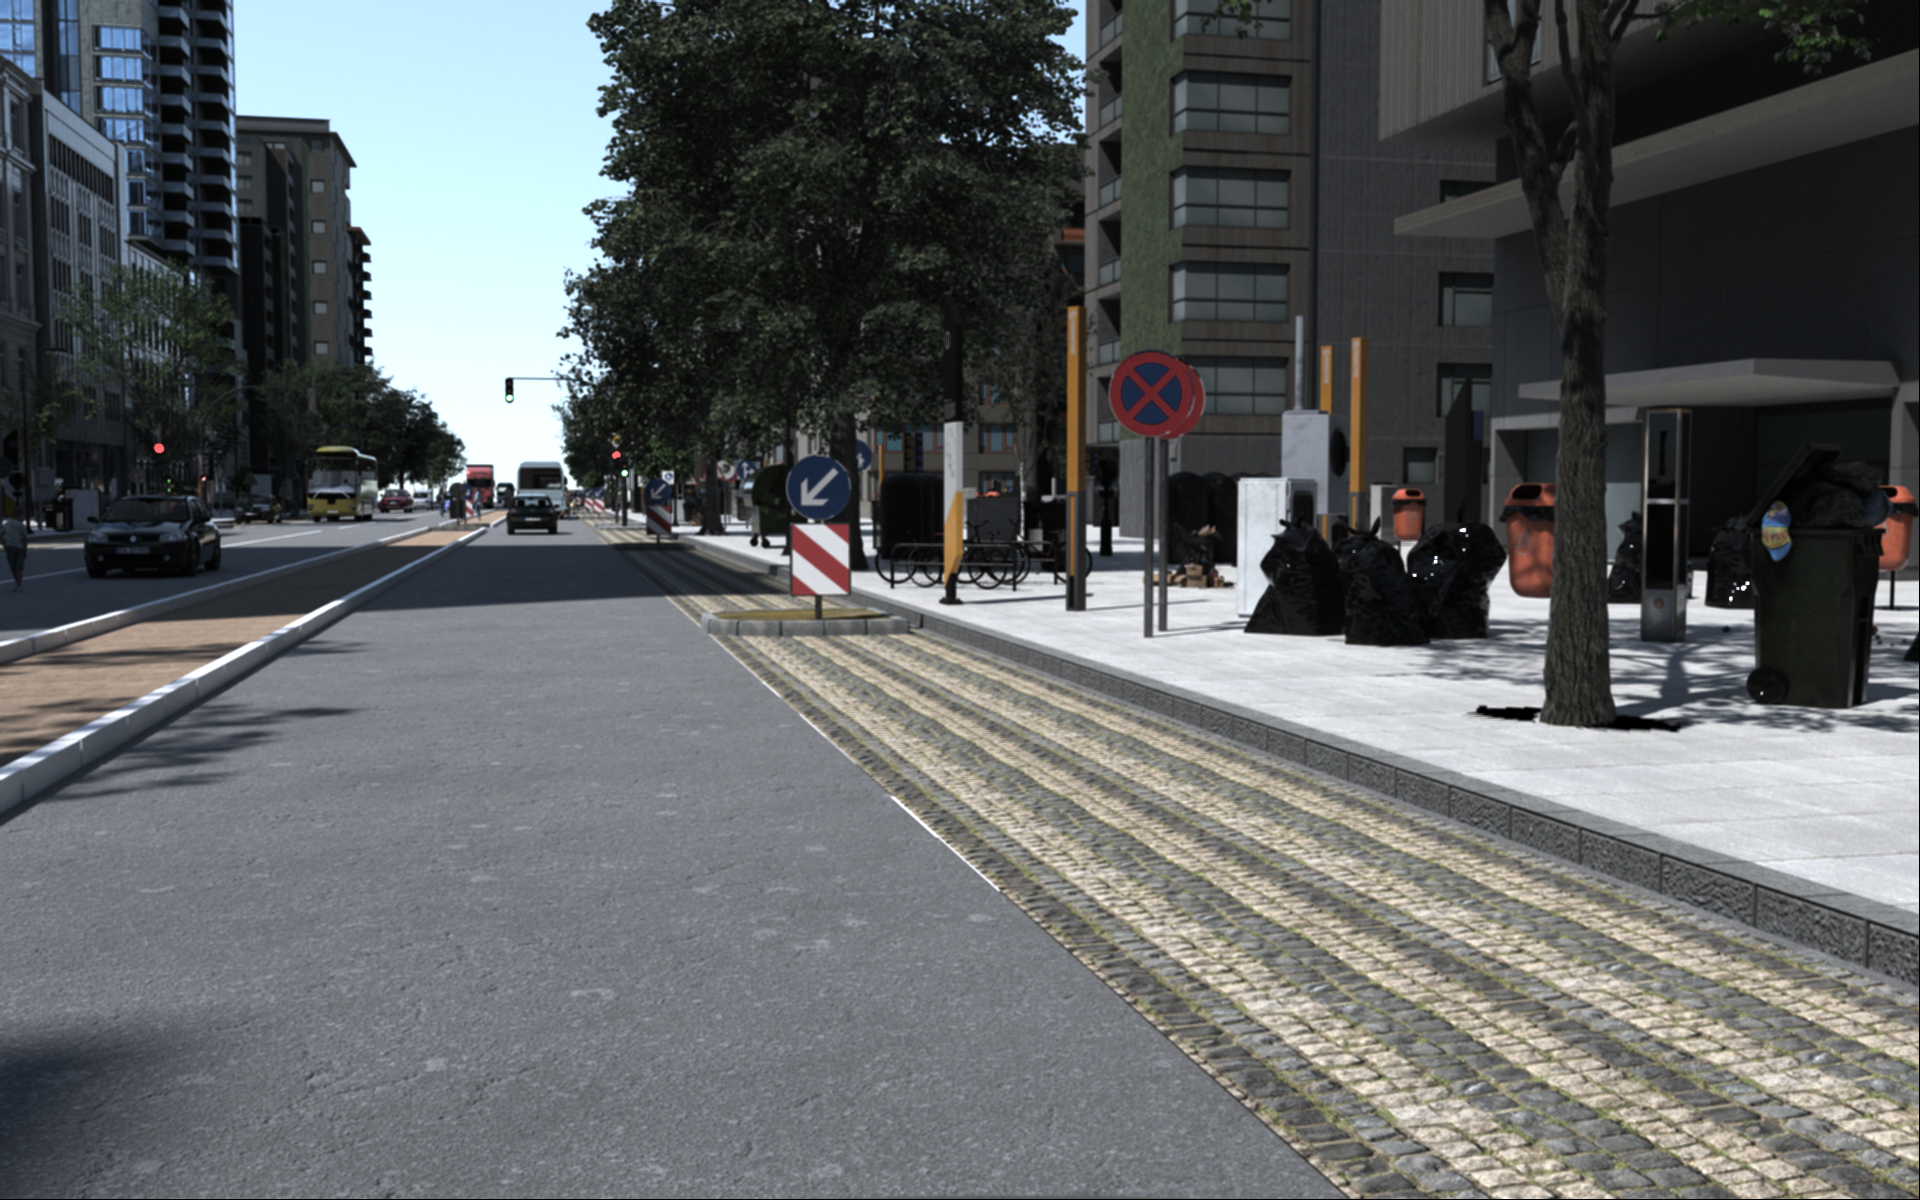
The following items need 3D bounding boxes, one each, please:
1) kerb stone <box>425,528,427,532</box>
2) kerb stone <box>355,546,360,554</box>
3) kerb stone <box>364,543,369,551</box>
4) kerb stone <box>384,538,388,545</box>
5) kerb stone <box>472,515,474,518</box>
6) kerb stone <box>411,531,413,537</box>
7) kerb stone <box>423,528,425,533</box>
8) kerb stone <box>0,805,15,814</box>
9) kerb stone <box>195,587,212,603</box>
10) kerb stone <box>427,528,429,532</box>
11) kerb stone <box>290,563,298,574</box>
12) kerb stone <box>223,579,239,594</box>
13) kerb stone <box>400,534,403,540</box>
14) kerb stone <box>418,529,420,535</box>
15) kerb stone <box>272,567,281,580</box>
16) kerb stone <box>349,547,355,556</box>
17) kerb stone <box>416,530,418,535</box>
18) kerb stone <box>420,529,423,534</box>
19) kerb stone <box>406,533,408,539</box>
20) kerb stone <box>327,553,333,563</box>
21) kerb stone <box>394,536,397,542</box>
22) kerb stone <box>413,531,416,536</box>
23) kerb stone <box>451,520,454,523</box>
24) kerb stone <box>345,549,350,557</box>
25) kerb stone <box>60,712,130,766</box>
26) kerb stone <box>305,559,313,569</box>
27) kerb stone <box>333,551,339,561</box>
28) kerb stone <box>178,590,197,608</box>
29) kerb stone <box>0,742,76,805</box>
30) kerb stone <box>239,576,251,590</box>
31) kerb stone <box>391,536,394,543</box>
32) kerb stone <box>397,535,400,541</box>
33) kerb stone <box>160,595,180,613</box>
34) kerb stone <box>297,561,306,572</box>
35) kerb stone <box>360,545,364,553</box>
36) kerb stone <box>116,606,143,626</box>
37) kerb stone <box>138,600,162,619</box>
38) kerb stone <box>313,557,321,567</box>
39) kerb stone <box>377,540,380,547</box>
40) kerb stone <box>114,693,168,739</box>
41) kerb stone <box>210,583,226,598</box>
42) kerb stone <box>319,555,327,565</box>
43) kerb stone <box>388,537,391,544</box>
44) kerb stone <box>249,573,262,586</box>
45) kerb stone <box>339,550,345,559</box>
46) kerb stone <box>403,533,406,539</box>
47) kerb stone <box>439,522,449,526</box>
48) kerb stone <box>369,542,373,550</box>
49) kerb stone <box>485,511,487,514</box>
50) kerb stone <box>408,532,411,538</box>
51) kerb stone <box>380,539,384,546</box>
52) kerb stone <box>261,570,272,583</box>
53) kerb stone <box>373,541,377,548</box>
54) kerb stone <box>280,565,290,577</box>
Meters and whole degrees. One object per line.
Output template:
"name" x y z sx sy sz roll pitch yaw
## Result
"kerb stone" -19.556 -2.490 62.907 0.120 0.150 1.000 -1 4 -13
"kerb stone" -14.358 -1.145 40.917 0.120 0.150 1.000 -1 4 -13
"kerb stone" -14.831 -1.267 42.915 0.120 0.150 1.000 -1 4 -13
"kerb stone" -16.012 -1.572 47.900 0.120 0.150 1.000 -1 4 -13
"kerb stone" -28.652 -4.835 101.335 0.120 0.150 1.000 -1 4 -13
"kerb stone" -18.144 -2.118 56.907 0.120 0.150 1.000 -1 4 -13
"kerb stone" -19.325 -2.426 61.901 0.120 0.150 1.000 -1 4 -13
"kerb stone" -4.316 0.895 7.566 0.120 0.150 1.000 -1 4 -13
"kerb stone" -10.116 -0.047 22.966 0.120 0.150 1.000 -1 4 -13
"kerb stone" -19.800 -2.546 63.900 0.120 0.150 1.000 -1 4 -13
"kerb stone" -12.000 -0.535 30.937 0.120 0.150 1.000 -1 4 -13
"kerb stone" -10.581 -0.169 24.959 0.120 0.150 1.000 -1 4 -13
"kerb stone" -17.193 -1.873 52.914 0.120 0.150 1.000 -1 4 -13
"kerb stone" -18.854 -2.306 59.911 0.120 0.150 1.000 -1 4 -13
"kerb stone" -11.529 -0.413 28.947 0.120 0.150 1.000 -1 4 -13
"kerb stone" -14.126 -1.084 39.917 0.120 0.150 1.000 -1 4 -13
"kerb stone" -18.618 -2.245 58.904 0.120 0.150 1.000 -1 4 -13
"kerb stone" -19.089 -2.368 60.906 0.120 0.150 1.000 -1 4 -13
"kerb stone" -17.669 -1.998 54.904 0.120 0.150 1.000 -1 4 -13
"kerb stone" -13.177 -0.840 35.926 0.120 0.150 1.000 -1 4 -13
"kerb stone" -16.731 -1.755 50.917 0.120 0.150 1.000 -1 4 -13
"kerb stone" -18.382 -2.184 57.901 0.120 0.150 1.000 -1 4 -13
"kerb stone" -23.696 -3.556 80.388 0.120 0.150 1.000 -1 4 -13
"kerb stone" -13.891 -1.020 38.922 0.120 0.150 1.000 -1 4 -13
"kerb stone" -4.781 0.773 9.564 0.120 0.150 1.000 -1 4 -13
"kerb stone" -12.473 -0.656 32.927 0.120 0.150 1.000 -1 4 -13
"kerb stone" -13.413 -0.899 36.921 0.120 0.150 1.000 -1 4 -13
"kerb stone" -9.872 0.014 21.965 0.120 0.150 1.000 -1 4 -13
"kerb stone" -4.547 0.838 8.569 0.120 0.150 1.000 -1 4 -13
"kerb stone" -10.810 -0.230 25.955 0.120 0.150 1.000 -1 4 -13
"kerb stone" -16.484 -1.695 49.917 0.120 0.150 1.000 -1 4 -13
"kerb stone" -16.961 -1.818 51.916 0.120 0.150 1.000 -1 4 -13
"kerb stone" -9.644 0.077 20.968 0.120 0.150 1.000 -1 4 -13
"kerb stone" -12.242 -0.588 31.931 0.120 0.150 1.000 -1 4 -13
"kerb stone" -14.598 -1.206 41.919 0.120 0.150 1.000 -1 4 -13
"kerb stone" -9.168 0.197 18.980 0.120 0.150 1.000 -1 4 -13
"kerb stone" -9.405 0.136 19.974 0.120 0.150 1.000 -1 4 -13
"kerb stone" -12.706 -0.718 33.931 0.120 0.150 1.000 -1 4 -13
"kerb stone" -15.546 -1.448 45.907 0.120 0.150 1.000 -1 4 -13
"kerb stone" -5.019 0.716 10.558 0.120 0.150 1.000 -1 4 -13
"kerb stone" -10.350 -0.103 23.963 0.120 0.150 1.000 -1 4 -13
"kerb stone" -12.940 -0.776 34.926 0.120 0.150 1.000 -1 4 -13
"kerb stone" -16.245 -1.632 48.900 0.120 0.150 1.000 -1 4 -13
"kerb stone" -11.053 -0.291 26.959 0.120 0.150 1.000 -1 4 -13
"kerb stone" -13.650 -0.961 37.916 0.120 0.150 1.000 -1 4 -13
"kerb stone" -17.439 -1.939 53.906 0.120 0.150 1.000 -1 4 -13
"kerb stone" -22.759 -3.315 76.402 0.120 0.150 1.000 -1 4 -13
"kerb stone" -15.073 -1.328 43.908 0.120 0.150 1.000 -1 4 -13
"kerb stone" -33.381 -6.061 121.306 0.120 0.150 1.000 -1 4 -13
"kerb stone" -17.909 -2.056 55.903 0.120 0.150 1.000 -1 4 -13
"kerb stone" -15.779 -1.510 46.905 0.120 0.150 1.000 -1 4 -13
"kerb stone" -11.291 -0.349 27.953 0.120 0.150 1.000 -1 4 -13
"kerb stone" -15.309 -1.389 44.910 0.120 0.150 1.000 -1 4 -13
"kerb stone" -11.760 -0.474 29.943 0.120 0.150 1.000 -1 4 -13
